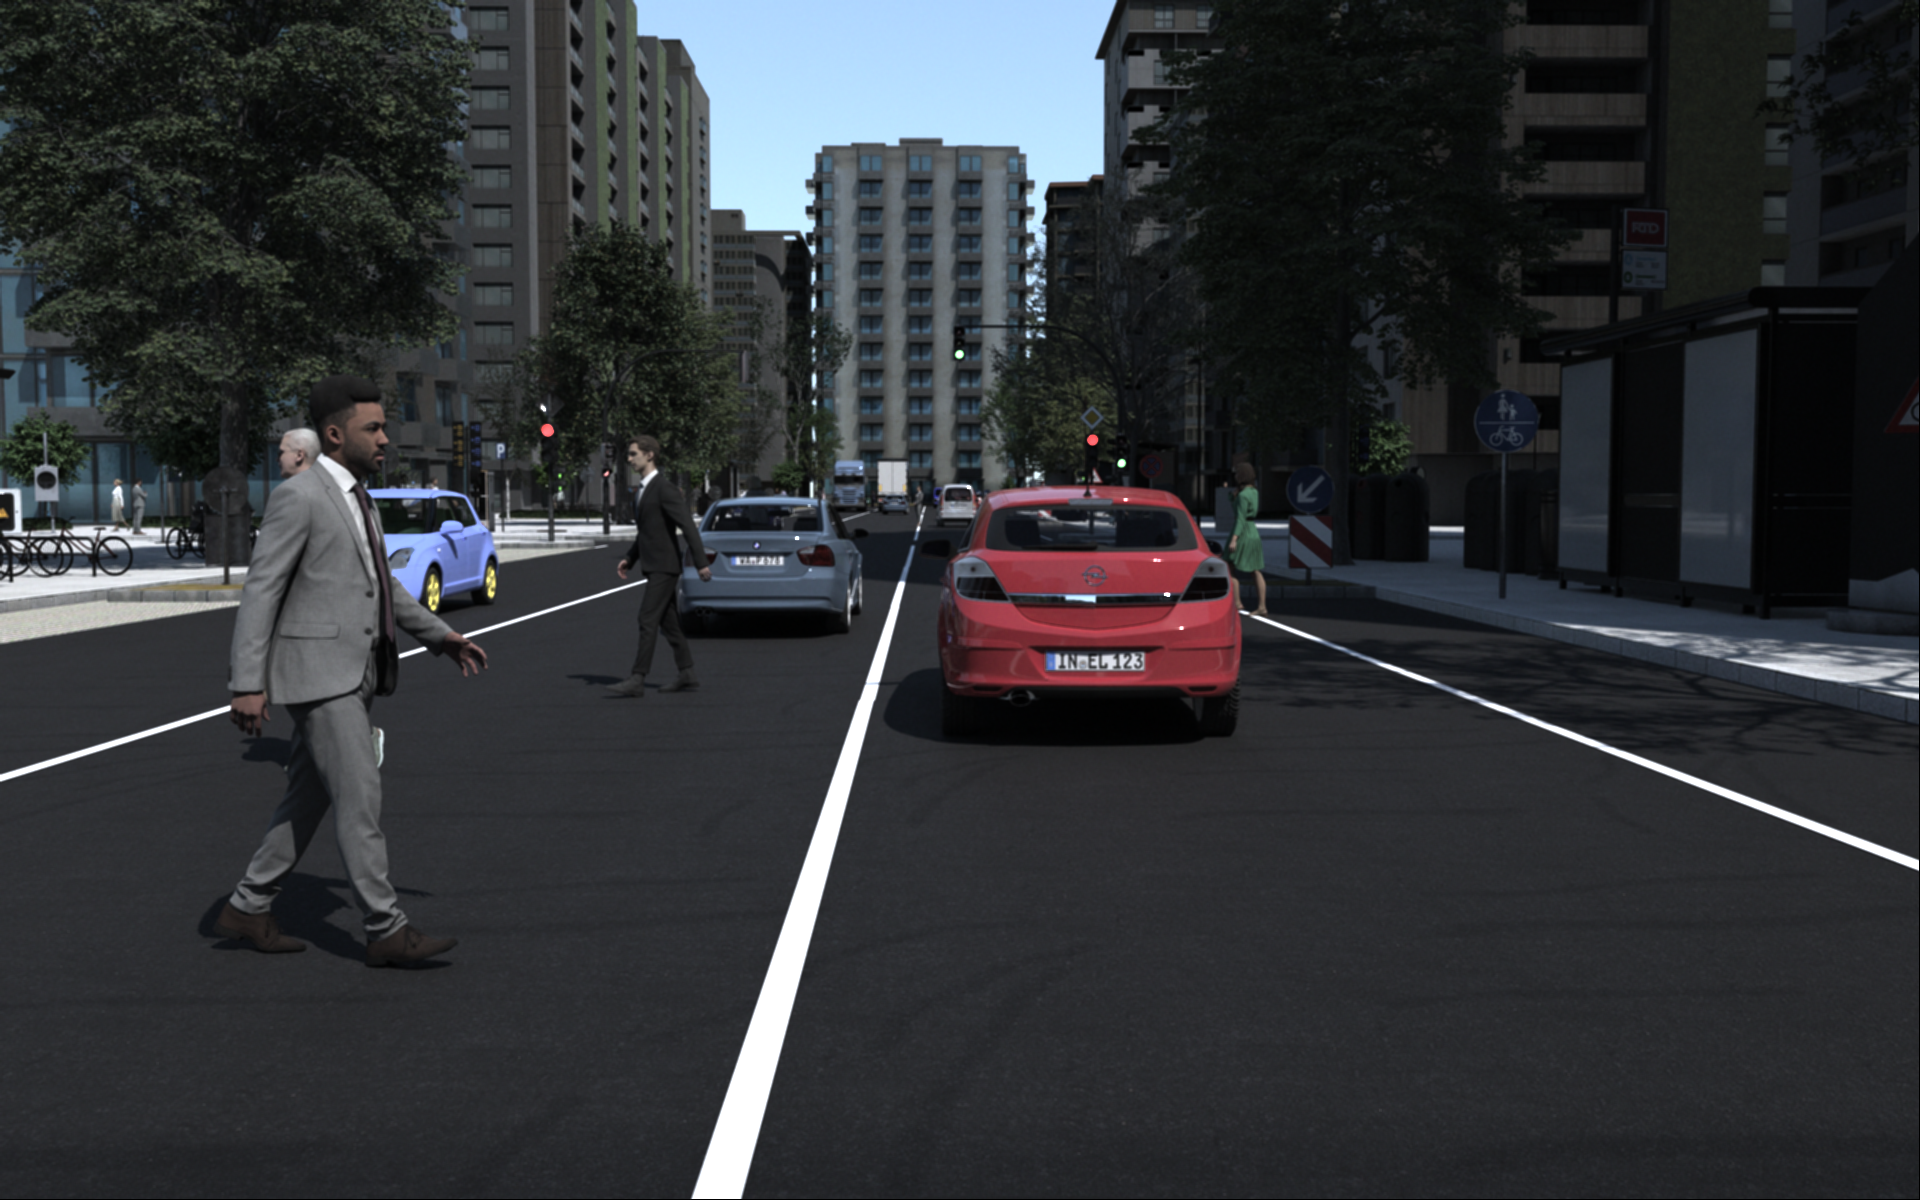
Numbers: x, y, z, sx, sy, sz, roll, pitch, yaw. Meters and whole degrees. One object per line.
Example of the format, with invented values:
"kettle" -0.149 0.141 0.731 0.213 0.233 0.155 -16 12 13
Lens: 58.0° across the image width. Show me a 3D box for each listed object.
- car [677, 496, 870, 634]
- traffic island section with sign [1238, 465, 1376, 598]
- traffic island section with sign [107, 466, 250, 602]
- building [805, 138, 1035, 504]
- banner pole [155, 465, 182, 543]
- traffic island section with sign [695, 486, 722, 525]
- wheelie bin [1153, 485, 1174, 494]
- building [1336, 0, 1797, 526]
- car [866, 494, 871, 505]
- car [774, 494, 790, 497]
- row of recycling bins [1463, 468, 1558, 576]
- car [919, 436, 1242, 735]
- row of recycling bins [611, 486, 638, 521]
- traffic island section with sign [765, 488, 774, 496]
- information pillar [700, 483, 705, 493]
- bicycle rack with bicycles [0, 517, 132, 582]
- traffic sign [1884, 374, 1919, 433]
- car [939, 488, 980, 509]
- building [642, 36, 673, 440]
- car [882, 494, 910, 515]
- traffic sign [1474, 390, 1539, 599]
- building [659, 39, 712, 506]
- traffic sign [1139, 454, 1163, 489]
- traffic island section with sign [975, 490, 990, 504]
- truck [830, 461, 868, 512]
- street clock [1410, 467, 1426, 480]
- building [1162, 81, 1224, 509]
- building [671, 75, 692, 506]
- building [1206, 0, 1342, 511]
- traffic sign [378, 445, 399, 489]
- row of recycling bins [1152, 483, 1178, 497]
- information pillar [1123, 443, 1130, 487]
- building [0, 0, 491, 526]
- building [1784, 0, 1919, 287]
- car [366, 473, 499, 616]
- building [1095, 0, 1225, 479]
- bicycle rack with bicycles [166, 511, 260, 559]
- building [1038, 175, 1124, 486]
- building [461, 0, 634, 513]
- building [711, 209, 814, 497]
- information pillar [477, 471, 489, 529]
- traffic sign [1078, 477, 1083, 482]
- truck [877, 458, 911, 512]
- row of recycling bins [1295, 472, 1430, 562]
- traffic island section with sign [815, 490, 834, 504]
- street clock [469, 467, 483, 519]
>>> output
"car" -2.016 -0.434 19.093 2.014 1.417 4.499 0 4 -1
"traffic island section with sign" 4.739 -0.989 24.793 1.989 1.847 2.006 0 4 -1
"traffic island section with sign" -10.265 -0.926 23.765 1.989 1.847 2.006 0 4 -1
"building" -5.357 -37.679 235.655 30.456 49.044 23.786 0 4 -1
"banner pole" -20.551 -3.369 45.094 0.863 3.779 0.401 -1 4 -12
"traffic island section with sign" -11.300 -4.364 79.985 1.989 1.847 2.006 0 4 -1
"wheelie bin" 6.726 -3.038 57.574 0.980 1.594 0.693 1 4 22
"building" 24.102 -18.332 71.428 14.107 30.474 14.160 0 4 -1
"car" -10.943 -11.589 201.279 2.131 1.459 4.920 0 4 -2
"car" -12.161 -6.381 116.339 2.014 1.417 4.499 0 3 0
"row of recycling bins" 9.241 -1.316 28.626 1.069 1.692 3.534 0 4 -4
"car" 0.779 -0.168 11.790 2.155 1.783 4.494 0 4 1
"row of recycling bins" -16.203 -4.719 84.263 1.069 1.692 3.534 0 4 6
"traffic island section with sign" -11.797 -6.043 107.435 1.989 1.847 2.006 0 4 -1
"information pillar" -17.322 -6.870 116.816 0.304 2.012 0.304 -1 4 -21
"bicycle rack with bicycles" -14.615 -0.794 26.361 2.925 0.926 2.852 1 4 13
"traffic sign" 8.486 -0.923 15.092 0.884 2.594 0.081 0 4 5
"car" -0.007 -5.245 94.430 2.281 1.827 5.304 0 4 -1
"building" -33.323 -28.529 150.042 14.154 41.232 14.086 0 4 -1
"car" -4.535 -6.735 122.118 2.014 1.417 4.499 0 4 1
"traffic sign" 6.672 -1.292 21.225 0.768 2.556 0.104 0 4 7
"building" -38.081 -34.185 182.629 21.600 48.544 21.300 0 4 -1
"traffic sign" 6.117 -3.382 55.405 0.768 2.556 0.104 0 4 5
"traffic island section with sign" 1.840 -10.725 183.980 1.989 1.847 2.006 0 4 -1
"truck" -9.094 -9.485 144.834 2.967 4.110 18.799 0 4 -2
"street clock" 12.123 -2.531 45.947 0.471 2.002 0.358 -3 5 -44
"building" 31.840 -28.372 155.768 32.217 40.220 23.993 0 4 -1
"building" -33.550 -29.391 164.140 14.154 41.232 14.086 0 4 -1
"building" 28.171 -28.145 114.793 22.147 44.769 28.867 0 4 -1
"traffic sign" -14.799 -2.719 44.564 0.768 2.556 0.104 0 4 4
"row of recycling bins" 7.759 -3.581 65.670 1.069 1.692 3.534 0 4 6
"information pillar" 7.590 -5.414 79.876 0.504 3.616 0.183 -1 4 -15
"building" -36.632 -28.285 82.063 23.786 49.044 30.456 0 4 -1
"building" 53.252 -32.581 74.706 28.212 58.520 21.231 0 4 -1
"car" -6.898 -0.704 21.108 1.945 1.707 3.694 0 4 0
"building" 29.647 -36.196 181.045 28.713 52.752 27.495 0 4 -1
"bicycle rack with bicycles" -14.593 -1.312 34.835 2.852 0.926 2.925 2 4 32
"building" 24.323 -35.498 235.015 28.867 44.769 22.147 0 4 -1
"building" -33.298 -27.659 135.823 14.154 41.232 14.086 0 4 -1
"building" -32.643 -33.468 239.089 23.993 40.220 32.217 0 4 -1
"information pillar" -15.010 -3.059 54.505 0.304 2.012 0.304 0 4 -4
"traffic sign" 8.346 -7.270 118.967 0.768 2.556 0.104 0 4 2
"truck" -5.446 -9.321 141.317 2.839 4.237 11.283 0 4 -1
"row of recycling bins" 7.923 -1.661 34.267 1.069 1.692 3.534 -2 4 -28
"traffic island section with sign" -12.682 -9.034 156.335 1.989 1.847 2.006 0 4 -1
"street clock" -13.081 -2.584 46.814 0.358 2.002 0.471 0 4 -5
